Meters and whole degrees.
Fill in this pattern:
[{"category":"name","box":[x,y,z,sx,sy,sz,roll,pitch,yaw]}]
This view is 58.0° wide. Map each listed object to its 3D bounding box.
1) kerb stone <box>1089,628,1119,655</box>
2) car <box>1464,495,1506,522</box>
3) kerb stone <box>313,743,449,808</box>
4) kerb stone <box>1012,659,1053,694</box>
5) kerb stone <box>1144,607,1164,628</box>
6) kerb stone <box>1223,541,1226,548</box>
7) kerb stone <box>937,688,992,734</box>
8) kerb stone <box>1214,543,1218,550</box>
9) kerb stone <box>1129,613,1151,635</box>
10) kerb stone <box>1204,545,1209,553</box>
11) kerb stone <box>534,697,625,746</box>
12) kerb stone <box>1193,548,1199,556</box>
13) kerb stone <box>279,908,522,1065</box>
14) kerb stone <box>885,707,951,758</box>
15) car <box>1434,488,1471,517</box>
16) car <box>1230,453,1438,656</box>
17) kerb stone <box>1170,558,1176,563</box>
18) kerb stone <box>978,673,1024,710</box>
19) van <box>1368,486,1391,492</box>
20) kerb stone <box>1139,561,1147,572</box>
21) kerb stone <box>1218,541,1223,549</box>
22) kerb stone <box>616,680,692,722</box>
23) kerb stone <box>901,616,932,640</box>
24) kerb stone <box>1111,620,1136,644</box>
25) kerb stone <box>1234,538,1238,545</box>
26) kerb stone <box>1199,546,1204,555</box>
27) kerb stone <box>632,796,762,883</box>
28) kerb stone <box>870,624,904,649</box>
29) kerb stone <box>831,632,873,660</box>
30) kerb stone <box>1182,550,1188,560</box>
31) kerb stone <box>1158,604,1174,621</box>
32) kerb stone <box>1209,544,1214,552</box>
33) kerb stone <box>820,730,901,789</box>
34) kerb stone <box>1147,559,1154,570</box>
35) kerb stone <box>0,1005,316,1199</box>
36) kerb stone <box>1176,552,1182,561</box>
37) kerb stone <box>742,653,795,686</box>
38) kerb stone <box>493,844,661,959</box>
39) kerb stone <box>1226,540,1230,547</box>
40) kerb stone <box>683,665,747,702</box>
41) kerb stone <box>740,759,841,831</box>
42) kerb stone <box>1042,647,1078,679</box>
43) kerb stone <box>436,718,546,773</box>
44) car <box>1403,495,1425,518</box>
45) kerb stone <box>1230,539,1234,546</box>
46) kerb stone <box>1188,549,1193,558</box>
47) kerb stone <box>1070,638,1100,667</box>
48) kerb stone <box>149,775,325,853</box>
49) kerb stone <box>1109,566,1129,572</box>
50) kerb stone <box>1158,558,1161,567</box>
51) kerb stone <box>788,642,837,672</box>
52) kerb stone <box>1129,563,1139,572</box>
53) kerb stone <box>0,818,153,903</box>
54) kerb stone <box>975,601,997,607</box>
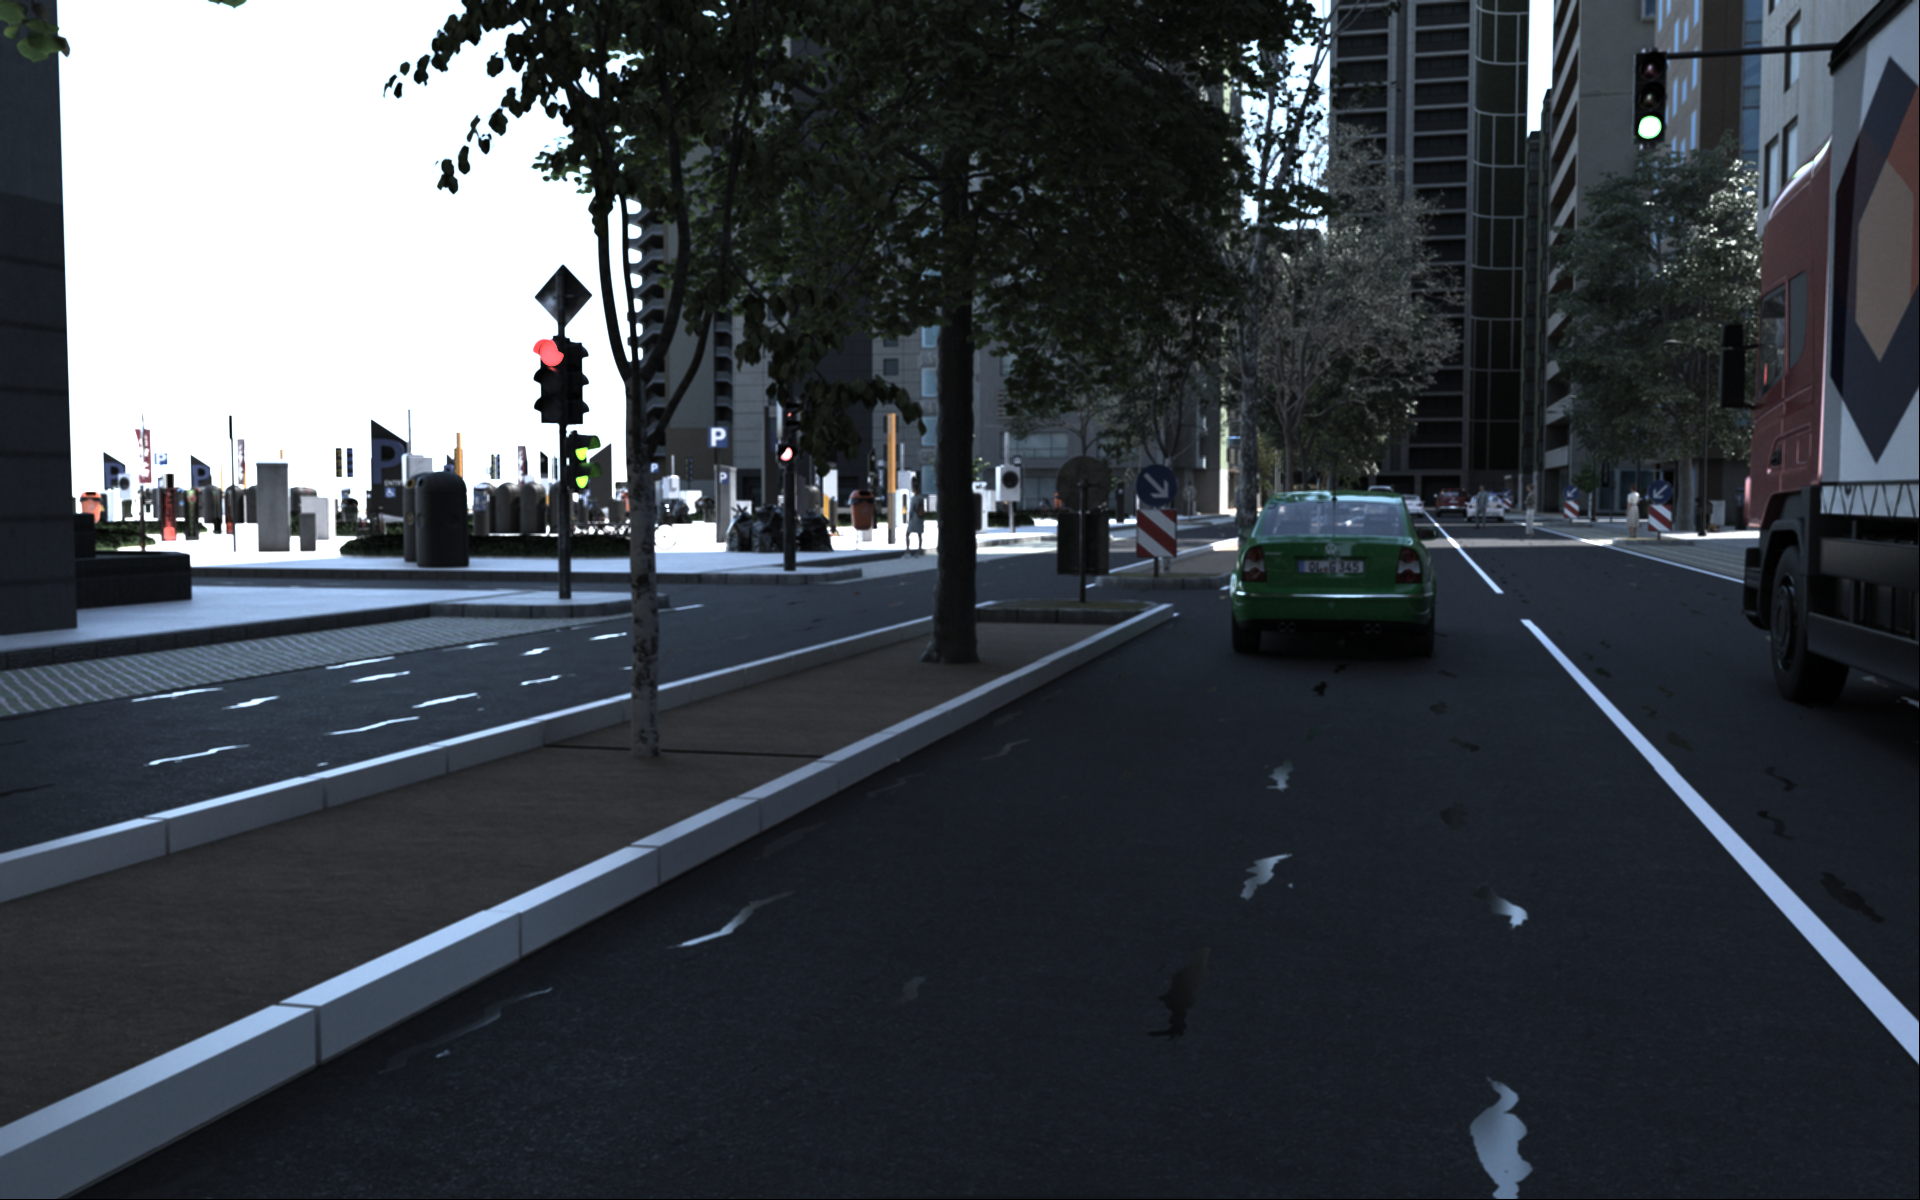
[{"category":"kerb stone","box":[1.283,0.395,15.744,0.120,0.150,1.000,1,4,14]},{"category":"car","box":[27.378,-4.767,90.299,2.083,1.381,4.827,1,4,16]},{"category":"kerb stone","box":[-2.799,0.849,8.344,0.120,0.150,1.000,1,4,14]},{"category":"kerb stone","box":[0.511,0.580,12.776,0.120,0.150,1.000,1,4,14]},{"category":"kerb stone","box":[2.047,0.212,18.721,0.120,0.150,1.000,1,4,14]},{"category":"kerb stone","box":[6.834,-1.431,45.591,0.120,0.150,1.000,1,4,14]},{"category":"kerb stone","box":[0.006,0.697,10.792,0.120,0.150,1.000,1,4,14]},{"category":"kerb stone","box":[6.318,-1.310,43.612,0.120,0.150,1.000,1,4,14]},{"category":"kerb stone","box":[1.794,0.273,17.731,0.120,0.150,1.000,1,4,14]},{"category":"kerb stone","box":[5.809,-1.188,41.617,0.120,0.150,1.000,1,4,14]},{"category":"kerb stone","box":[-2.286,0.726,10.327,0.120,0.150,1.000,1,4,14]},{"category":"kerb stone","box":[5.289,-1.066,39.631,0.120,0.150,1.000,1,4,14]},{"category":"kerb stone","box":[-1.535,1.061,4.841,0.120,0.150,1.000,1,4,14]},{"category":"kerb stone","box":[-0.254,0.758,9.803,0.120,0.150,1.000,1,4,14]},{"category":"car","box":[30.981,-6.132,108.935,2.281,1.827,5.304,1,4,15]},{"category":"car","box":[3.660,-0.493,16.854,1.959,1.807,4.718,1,4,13]},{"category":"kerb stone","box":[4.268,-0.822,35.661,0.120,0.150,1.000,1,4,14]},{"category":"kerb stone","box":[0.254,0.638,11.784,0.120,0.150,1.000,1,4,14]},{"category":"van","box":[22.199,-5.161,91.389,2.013,2.044,4.112,1,4,14]},{"category":"kerb stone","box":[3.243,-0.580,31.684,0.120,0.150,1.000,1,4,14]},{"category":"kerb stone","box":[6.584,-1.370,44.599,0.120,0.150,1.000,1,4,14]},{"category":"kerb stone","box":[-2.027,0.665,11.317,0.120,0.150,1.000,1,4,14]},{"category":"kerb stone","box":[-0.489,0.300,17.285,0.120,0.150,1.000,1,4,14]},{"category":"kerb stone","box":[1.536,0.334,16.739,0.120,0.150,1.000,1,4,14]},{"category":"kerb stone","box":[7.604,-1.613,48.568,0.120,0.150,1.000,1,4,14]},{"category":"kerb stone","box":[5.545,-1.126,40.621,0.120,0.150,1.000,1,4,14]},{"category":"kerb stone","box":[-1.028,0.943,6.828,0.120,0.150,1.000,1,4,14]},{"category":"kerb stone","box":[-0.747,0.361,16.296,0.120,0.150,1.000,1,4,14]},{"category":"kerb stone","box":[-1.001,0.422,15.298,0.120,0.150,1.000,1,4,14]},{"category":"kerb stone","box":[4.779,-0.945,37.651,0.120,0.150,1.000,1,4,14]},{"category":"kerb stone","box":[2.308,0.153,19.715,0.120,0.150,1.000,1,4,14]},{"category":"kerb stone","box":[6.063,-1.249,42.612,0.120,0.150,1.000,1,4,14]},{"category":"kerb stone","box":[-0.511,0.819,8.814,0.120,0.150,1.000,1,4,14]},{"category":"kerb stone","box":[3.496,-0.642,32.684,0.120,0.150,1.000,1,4,14]},{"category":"kerb stone","box":[-1.791,1.122,3.852,0.120,0.150,1.000,1,4,14]},{"category":"kerb stone","box":[4.526,-0.885,36.660,0.120,0.150,1.000,1,4,14]},{"category":"kerb stone","box":[-1.514,0.546,13.307,0.120,0.150,1.000,1,4,14]},{"category":"kerb stone","box":[-1.282,1.006,5.832,0.120,0.150,1.000,1,4,14]},{"category":"kerb stone","box":[7.091,-1.492,46.583,0.120,0.150,1.000,1,4,14]},{"category":"kerb stone","box":[-1.775,0.607,12.319,0.120,0.150,1.000,1,4,14]},{"category":"kerb stone","box":[-0.767,0.882,7.819,0.120,0.150,1.000,1,4,14]},{"category":"kerb stone","box":[0.766,0.516,13.766,0.120,0.150,1.000,1,4,14]},{"category":"kerb stone","box":[-2.541,0.788,9.334,0.120,0.150,1.000,1,4,14]},{"category":"car","box":[27.222,-5.688,105.358,2.083,1.381,4.827,1,4,14]},{"category":"kerb stone","box":[7.346,-1.552,47.578,0.120,0.150,1.000,1,4,14]},{"category":"kerb stone","box":[5.024,-1.006,38.643,0.120,0.150,1.000,1,4,14]},{"category":"kerb stone","box":[1.026,0.459,14.755,0.120,0.150,1.000,1,4,14]},{"category":"kerb stone","box":[-3.061,0.908,7.351,0.120,0.150,1.000,1,4,14]},{"category":"kerb stone","box":[2.724,-0.459,29.705,0.120,0.150,1.000,1,4,14]},{"category":"kerb stone","box":[3.750,-0.702,33.675,0.120,0.150,1.000,1,4,14]},{"category":"kerb stone","box":[-1.257,0.483,14.302,0.120,0.150,1.000,1,4,14]},{"category":"kerb stone","box":[2.987,-0.518,30.693,0.120,0.150,1.000,1,4,14]},{"category":"kerb stone","box":[-3.316,0.969,6.360,0.120,0.150,1.000,1,4,14]},{"category":"kerb stone","box":[0.285,0.122,20.262,0.120,0.150,1.000,1,4,14]}]
